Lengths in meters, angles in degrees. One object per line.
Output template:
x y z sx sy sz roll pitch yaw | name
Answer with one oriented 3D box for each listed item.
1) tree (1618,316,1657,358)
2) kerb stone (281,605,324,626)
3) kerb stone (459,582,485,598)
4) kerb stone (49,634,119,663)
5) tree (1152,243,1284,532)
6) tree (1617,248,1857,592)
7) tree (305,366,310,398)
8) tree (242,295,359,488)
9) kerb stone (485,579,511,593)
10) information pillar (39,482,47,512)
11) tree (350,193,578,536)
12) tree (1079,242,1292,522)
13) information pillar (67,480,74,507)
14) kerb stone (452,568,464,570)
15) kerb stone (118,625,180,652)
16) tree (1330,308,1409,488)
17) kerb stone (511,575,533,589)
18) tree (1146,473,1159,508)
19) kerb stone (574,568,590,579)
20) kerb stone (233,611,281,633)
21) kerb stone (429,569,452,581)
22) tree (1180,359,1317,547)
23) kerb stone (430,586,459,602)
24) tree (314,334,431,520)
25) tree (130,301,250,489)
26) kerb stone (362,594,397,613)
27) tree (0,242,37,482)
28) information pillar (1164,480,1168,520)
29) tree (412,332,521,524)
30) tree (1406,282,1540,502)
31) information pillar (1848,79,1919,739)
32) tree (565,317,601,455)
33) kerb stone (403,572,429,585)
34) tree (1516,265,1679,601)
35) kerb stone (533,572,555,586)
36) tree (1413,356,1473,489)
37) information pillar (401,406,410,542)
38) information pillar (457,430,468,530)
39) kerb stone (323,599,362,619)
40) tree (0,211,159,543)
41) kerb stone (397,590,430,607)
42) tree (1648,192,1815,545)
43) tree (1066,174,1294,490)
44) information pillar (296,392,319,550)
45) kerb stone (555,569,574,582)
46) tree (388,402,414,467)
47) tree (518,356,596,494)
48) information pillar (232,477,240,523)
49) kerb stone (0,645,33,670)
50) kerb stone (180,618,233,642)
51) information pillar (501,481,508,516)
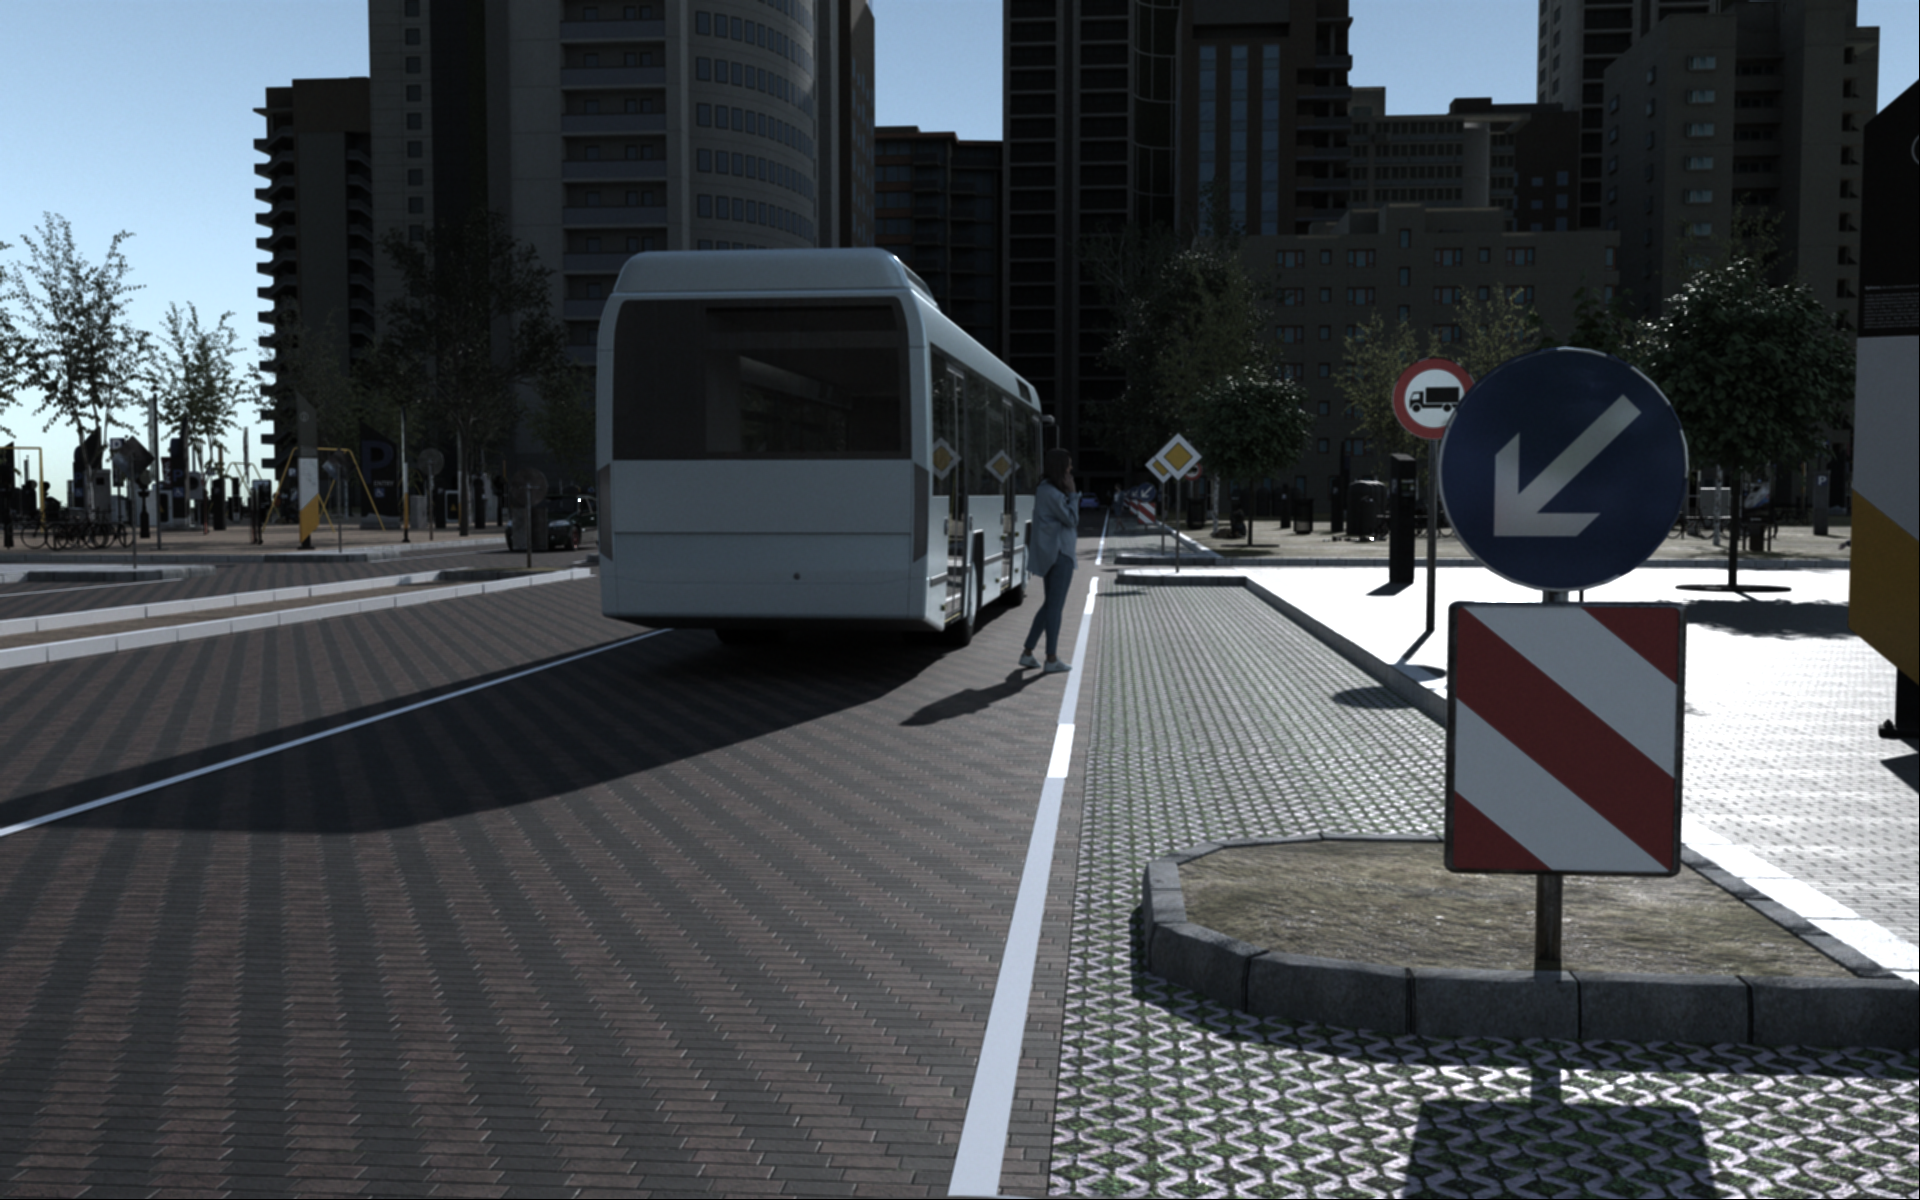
27.716 -7.343 70.415 4.360 8.622 3.978 0 3 0 | tree
-7.396 0.179 19.290 0.120 0.150 1.000 0 4 5 | kerb stone
-6.957 -0.133 24.388 0.120 0.150 1.000 0 4 5 | kerb stone
-7.755 0.428 15.205 0.120 0.150 1.000 0 4 5 | kerb stone
7.644 -6.194 51.641 4.737 8.622 4.395 0 3 0 | tree
10.436 -2.410 23.122 4.285 4.588 4.351 0 3 0 | tree
-30.546 -8.340 86.716 4.737 8.622 4.395 0 3 0 | tree
-24.049 -6.935 63.753 4.360 8.622 3.978 0 3 0 | tree
-6.858 -0.192 25.406 0.120 0.150 1.000 0 4 5 | kerb stone
-54.093 -5.976 102.191 0.304 2.012 0.304 -1 4 -15 | information pillar
-14.939 -7.247 52.907 8.767 10.594 7.601 3 4 38 | tree
10.714 -9.903 78.930 9.611 12.733 9.660 0 3 0 | tree
-46.782 -5.302 91.172 0.304 2.012 0.304 -3 5 -42 | information pillar
-8.600 -0.458 29.688 0.120 0.150 1.000 0 4 5 | kerb stone
-7.666 0.366 16.232 0.120 0.150 1.000 0 4 5 | kerb stone
16.951 -7.282 69.420 4.360 8.622 3.978 0 3 0 | tree
-6.783 -0.256 26.434 0.120 0.150 1.000 0 4 5 | kerb stone
19.068 -10.970 173.963 1.663 3.219 1.824 0 3 0 | tree
-6.508 -0.447 29.503 0.120 0.150 1.000 0 4 5 | kerb stone
-7.487 0.246 18.273 0.120 0.150 1.000 0 4 5 | kerb stone
-8.693 -0.396 28.670 0.120 0.150 1.000 0 4 5 | kerb stone
7.020 -3.579 42.233 4.285 4.588 4.351 0 3 0 | tree
-7.048 -0.072 23.370 0.120 0.150 1.000 0 4 5 | kerb stone
-25.817 -7.855 78.796 4.737 8.622 4.395 0 3 0 | tree
-28.808 -7.044 65.539 4.737 8.622 4.395 0 3 0 | tree
-7.228 0.053 21.332 0.120 0.150 1.000 0 4 5 | kerb stone
-27.211 -5.923 47.199 4.737 8.622 4.395 0 3 0 | tree
10.337 -5.071 87.406 0.304 2.012 0.304 0 4 3 | information pillar
-20.653 -7.491 72.841 4.360 8.622 3.978 0 3 0 | tree
18.077 -6.671 59.439 4.360 8.622 3.978 0 3 0 | tree
4.981 -1.085 9.092 0.504 3.616 0.183 2 4 26 | information pillar
-13.770 -7.372 70.896 4.360 8.622 3.978 0 3 0 | tree
-8.778 -0.331 27.648 0.120 0.150 1.000 0 4 5 | kerb stone
5.354 -1.236 14.812 1.663 3.219 1.824 0 3 0 | tree
-6.687 -0.322 27.456 0.120 0.150 1.000 0 4 5 | kerb stone
25.779 -8.690 92.447 4.737 8.622 4.395 0 3 0 | tree
-14.708 -3.337 45.908 0.183 3.616 0.504 -1 4 -22 | information pillar
-17.787 -4.317 61.934 0.504 3.616 0.183 3 4 39 | information pillar
-7.316 0.115 20.309 0.120 0.150 1.000 0 4 5 | kerb stone
-22.856 -5.796 45.130 4.360 8.622 3.978 0 3 0 | tree
-7.133 -0.010 22.352 0.120 0.150 1.000 0 4 5 | kerb stone
19.217 -5.693 43.443 4.737 8.622 4.395 0 3 0 | tree
12.967 -15.134 103.328 12.611 20.169 13.585 0 3 0 | tree
-15.068 -2.975 40.001 0.183 3.616 0.504 2 4 35 | information pillar
-6.605 -0.381 28.486 0.120 0.150 1.000 0 4 5 | kerb stone
-31.766 -9.308 102.548 4.360 8.622 3.978 0 3 0 | tree
-20.059 -8.356 86.983 4.737 8.622 4.395 0 3 0 | tree
-31.797 -4.378 76.069 0.304 2.012 0.304 -1 4 -21 | information pillar
-7.845 0.490 14.187 0.120 0.150 1.000 0 4 5 | kerb stone
-7.576 0.308 17.251 0.120 0.150 1.000 0 4 5 | kerb stone
-26.588 -5.906 101.063 0.304 2.012 0.304 1 4 15 | information pillar
